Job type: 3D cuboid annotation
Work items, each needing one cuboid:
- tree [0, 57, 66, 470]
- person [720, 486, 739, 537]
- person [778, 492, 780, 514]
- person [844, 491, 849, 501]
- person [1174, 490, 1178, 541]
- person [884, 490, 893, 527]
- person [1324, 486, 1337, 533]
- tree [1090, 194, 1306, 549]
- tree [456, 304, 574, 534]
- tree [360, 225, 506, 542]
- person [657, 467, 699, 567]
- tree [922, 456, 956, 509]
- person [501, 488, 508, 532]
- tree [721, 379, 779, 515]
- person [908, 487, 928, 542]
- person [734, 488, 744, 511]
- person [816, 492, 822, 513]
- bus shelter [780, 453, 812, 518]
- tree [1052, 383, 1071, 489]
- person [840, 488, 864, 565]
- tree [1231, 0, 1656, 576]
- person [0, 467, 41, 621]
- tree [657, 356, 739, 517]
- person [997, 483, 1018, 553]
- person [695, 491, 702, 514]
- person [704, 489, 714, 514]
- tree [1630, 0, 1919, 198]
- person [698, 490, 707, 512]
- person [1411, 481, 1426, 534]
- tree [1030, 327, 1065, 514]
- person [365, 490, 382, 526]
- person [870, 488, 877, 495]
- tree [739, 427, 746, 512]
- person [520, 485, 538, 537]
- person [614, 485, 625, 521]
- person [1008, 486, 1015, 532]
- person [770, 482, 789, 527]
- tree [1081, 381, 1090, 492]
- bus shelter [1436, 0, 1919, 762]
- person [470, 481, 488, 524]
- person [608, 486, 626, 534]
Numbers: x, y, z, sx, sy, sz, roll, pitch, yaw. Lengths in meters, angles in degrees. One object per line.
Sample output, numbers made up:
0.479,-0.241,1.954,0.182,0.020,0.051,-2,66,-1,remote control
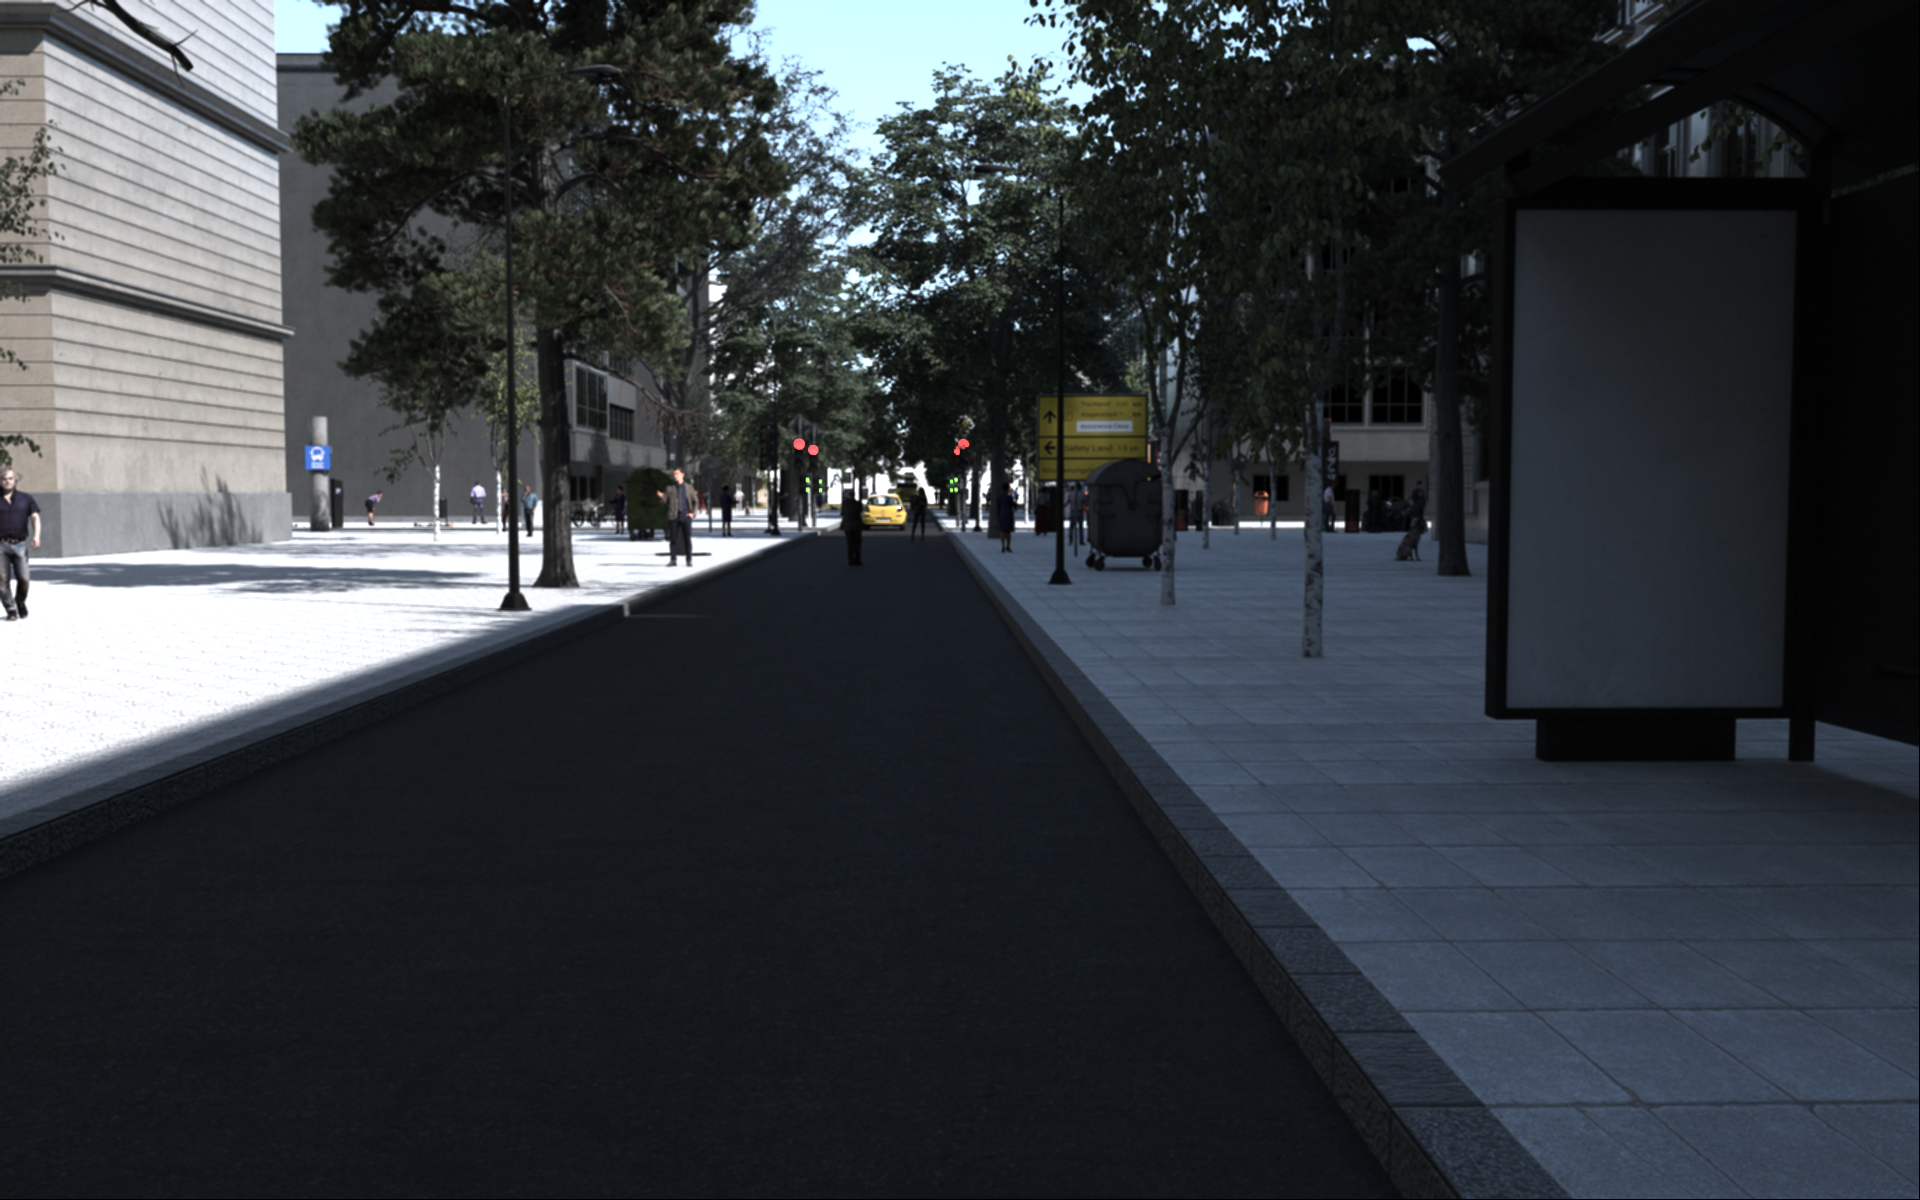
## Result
-12.953,-4.314,20.888,4.360,8.622,3.978,0,3,0,tree
-6.905,-2.649,51.725,0.453,1.535,0.546,1,4,16,person
-11.361,-6.324,110.356,0.541,1.710,0.530,-1,4,-17,person
-9.077,-7.973,138.610,0.614,1.554,0.590,-2,4,-35,person
5.668,-2.418,47.054,0.415,1.643,0.593,3,4,37,person
-3.095,-3.952,74.817,0.444,1.614,0.593,0,4,-3,person
12.365,-3.104,57.727,0.436,1.711,0.756,0,4,4,person
5.972,-5.511,40.472,4.360,8.622,3.978,0,3,0,tree
-14.430,-6.394,54.904,4.737,8.622,4.395,0,3,0,tree
-14.190,-5.892,46.689,4.360,8.622,3.978,0,3,0,tree
-4.978,-1.466,30.538,0.617,1.759,0.750,0,4,5,person
-1.641,-10.162,149.854,4.285,4.588,4.351,0,3,0,tree
-15.395,-3.147,58.959,0.566,1.644,0.517,-2,4,-28,person
-12.754,-9.549,106.492,4.737,8.622,4.395,0,3,0,tree
-1.253,-2.590,52.314,0.593,1.643,0.415,-3,4,-36,person
-16.836,-7.646,131.999,0.756,1.711,0.436,-1,4,-9,person
-9.355,-6.483,114.403,0.546,1.535,0.453,3,5,42,person
-9.000,-6.476,97.160,1.731,3.624,6.357,0,4,-1,bus shelter
7.210,-9.227,101.228,4.360,8.622,3.978,0,3,0,tree
-2.187,-1.480,34.970,0.482,1.546,0.388,0,3,0,person
7.699,-6.422,27.057,6.751,12.117,7.091,0,3,0,tree
-9.612,-0.576,17.669,0.569,1.553,0.471,0,4,4,person
-14.052,-8.570,90.476,4.360,8.622,3.978,0,3,0,tree
1.039,-1.816,38.099,0.453,1.535,0.546,0,4,6,person
-17.282,-6.427,113.665,0.613,1.512,0.480,-3,4,-38,person
-15.930,-6.220,109.615,0.647,1.594,0.662,-3,4,-39,person
8.328,-3.989,15.584,4.737,8.622,4.395,0,3,0,tree
-18.724,-7.213,125.675,0.593,1.614,0.444,3,5,41,person
14.584,-2.943,55.081,0.541,1.710,0.530,-1,4,-14,person
4.200,-11.539,110.720,6.751,12.117,7.091,0,3,0,tree
-23.801,-3.733,70.310,0.697,1.427,0.421,-3,5,-42,person
-5.830,-6.639,116.918,0.709,1.838,0.599,-1,4,-10,person
-14.102,-8.996,97.447,4.360,8.622,3.978,0,3,0,tree
-12.953,-2.683,52.127,0.499,1.552,0.429,2,4,28,person
-16.259,-4.628,82.635,0.530,1.710,0.541,-1,4,-9,person
1.688,-3.116,59.057,0.319,1.574,0.516,-2,4,-27,person
-7.158,-3.781,68.394,0.750,1.759,0.617,-1,4,-16,person
8.370,-8.380,87.369,4.360,8.622,3.978,0,3,0,tree
3.386,-0.724,5.766,2.014,3.302,5.546,0,4,-1,bus shelter
-20.621,-4.179,74.234,0.709,1.838,0.599,-1,4,-9,person
-10.867,-2.850,55.011,0.453,1.535,0.546,1,4,9,person
